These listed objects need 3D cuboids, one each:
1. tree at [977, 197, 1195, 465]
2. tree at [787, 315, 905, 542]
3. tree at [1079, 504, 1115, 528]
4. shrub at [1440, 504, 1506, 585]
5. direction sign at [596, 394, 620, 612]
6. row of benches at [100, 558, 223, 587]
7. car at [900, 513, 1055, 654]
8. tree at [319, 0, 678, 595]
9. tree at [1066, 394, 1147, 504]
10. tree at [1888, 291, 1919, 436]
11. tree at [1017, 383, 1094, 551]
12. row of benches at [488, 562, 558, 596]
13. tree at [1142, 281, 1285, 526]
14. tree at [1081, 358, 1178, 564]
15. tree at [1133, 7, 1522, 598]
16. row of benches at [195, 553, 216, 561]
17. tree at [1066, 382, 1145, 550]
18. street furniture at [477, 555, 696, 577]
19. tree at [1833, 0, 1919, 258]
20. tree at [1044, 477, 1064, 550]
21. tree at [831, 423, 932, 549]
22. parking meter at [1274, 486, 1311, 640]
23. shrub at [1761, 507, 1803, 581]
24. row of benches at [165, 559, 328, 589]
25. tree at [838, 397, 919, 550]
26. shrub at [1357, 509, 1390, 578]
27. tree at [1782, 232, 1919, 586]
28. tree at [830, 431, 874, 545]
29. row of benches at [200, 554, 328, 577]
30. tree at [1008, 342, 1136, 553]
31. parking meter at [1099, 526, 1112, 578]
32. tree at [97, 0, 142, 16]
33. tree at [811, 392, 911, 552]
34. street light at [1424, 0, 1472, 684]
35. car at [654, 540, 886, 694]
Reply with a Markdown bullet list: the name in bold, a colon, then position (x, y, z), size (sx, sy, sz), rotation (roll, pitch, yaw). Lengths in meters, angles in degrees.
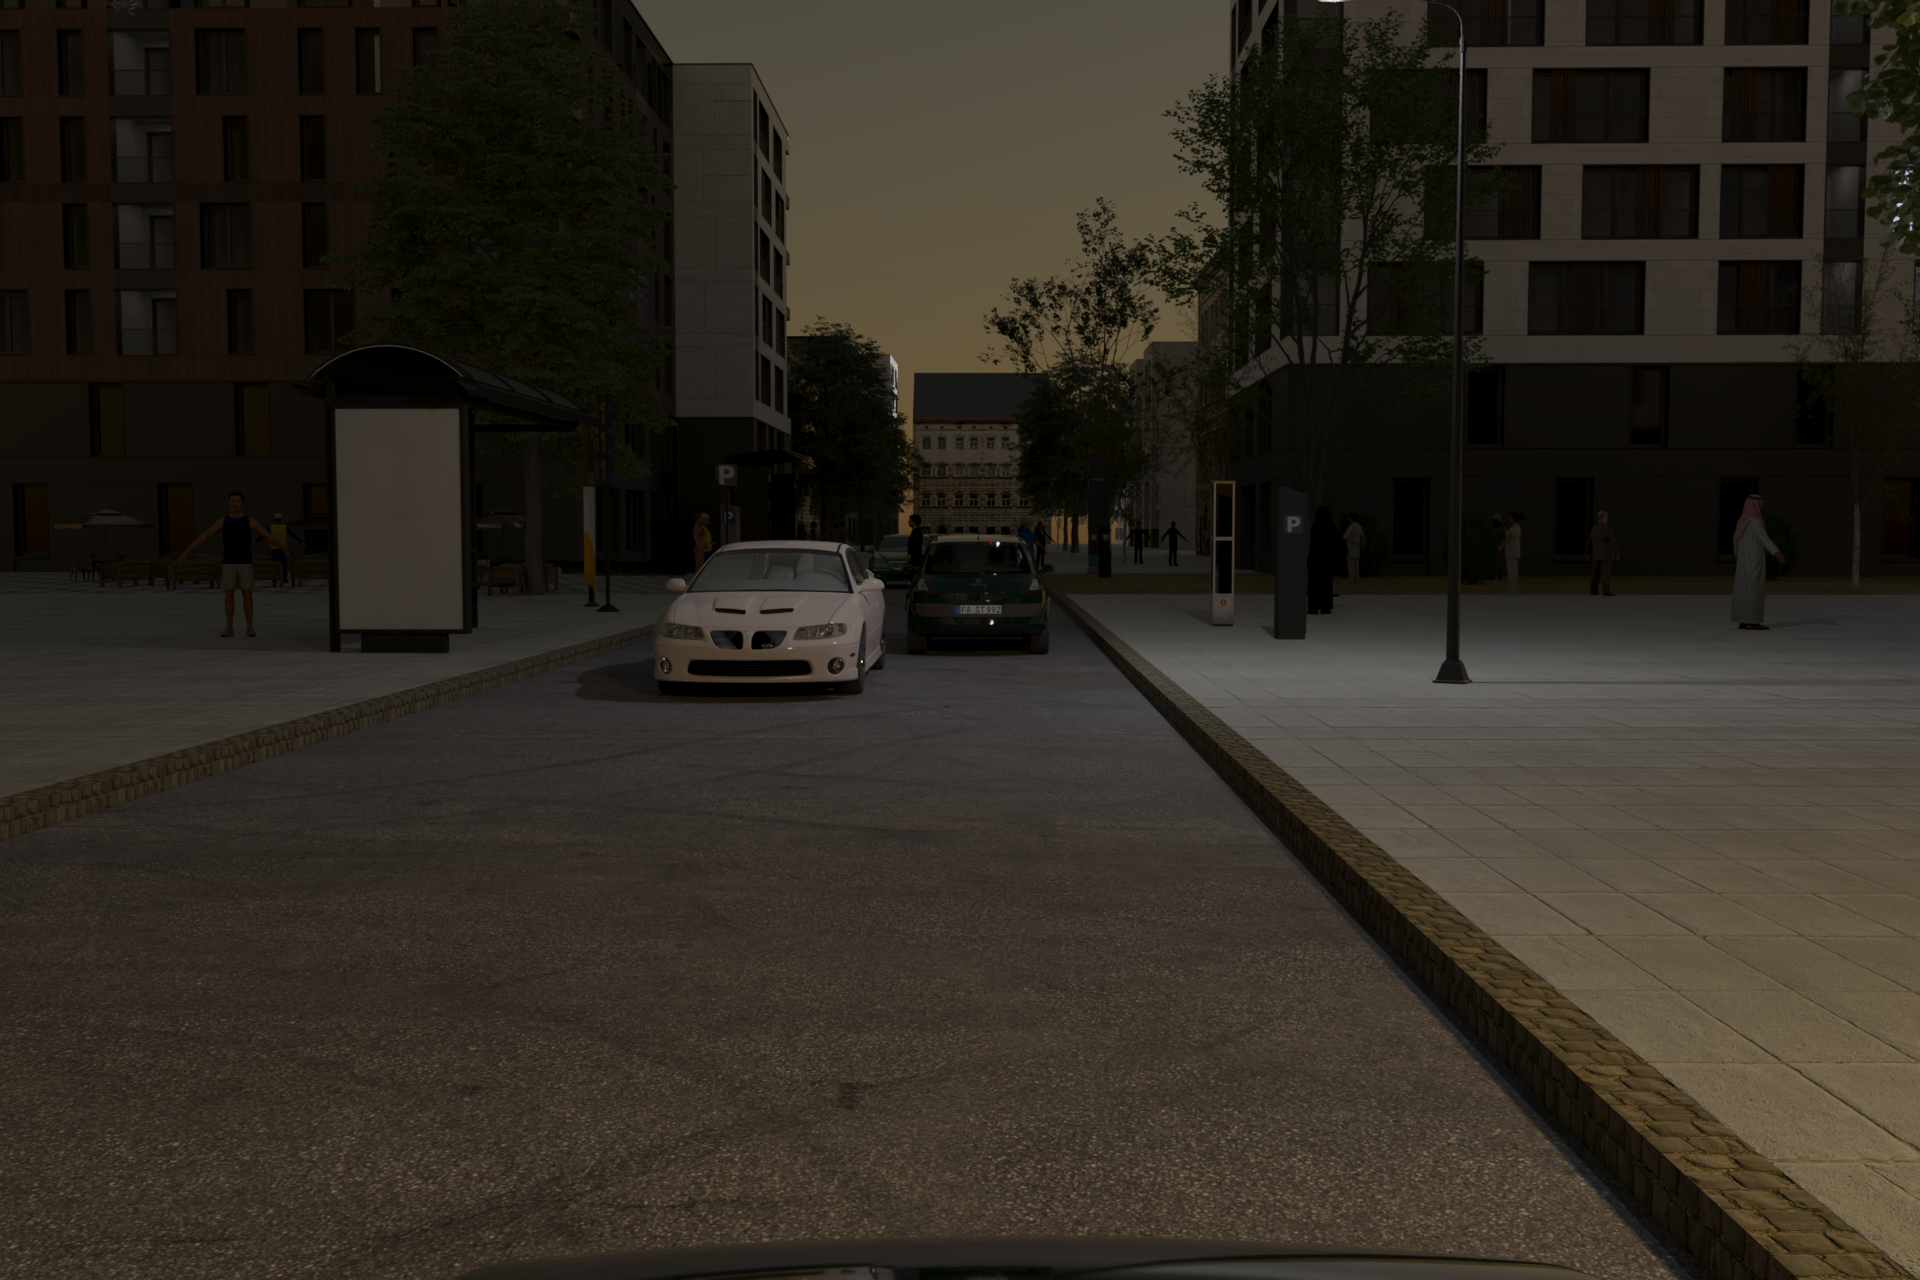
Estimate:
- **tree**: position (7.252, -14.948, 100.295), size (12.611, 20.169, 13.585), rotation (0, 3, 0)
- **tree**: position (-7.926, -11.988, 102.665), size (9.857, 13.997, 8.962), rotation (0, 3, 0)
- **tree**: position (18.879, -19.234, 232.597), size (7.486, 12.596, 7.792), rotation (0, 3, 0)
- **shrub**: position (13.041, -2.452, 44.130), size (1.661, 2.075, 1.752), rotation (0, 3, 0)
- **direction sign**: position (-5.821, -2.235, 28.538), size (0.379, 3.537, 0.876), rotation (0, 4, 2)
- **row of benches**: position (-19.860, -1.739, 43.894), size (1.422, 0.672, 4.104), rotation (1, 4, 22)
- **car**: position (0.225, -0.748, 22.013), size (2.009, 1.686, 4.222), rotation (0, 4, 0)
- **tree**: position (-9.267, -7.198, 35.814), size (7.486, 12.596, 7.792), rotation (0, 3, 0)
- **tree**: position (7.052, -8.499, 89.313), size (4.360, 8.622, 3.978), rotation (0, 3, 0)
- **tree**: position (27.620, -5.958, 47.769), size (4.737, 8.622, 4.395), rotation (0, 3, 0)
- **tree**: position (7.956, -12.943, 129.752), size (7.486, 12.596, 7.792), rotation (0, 3, 0)
- **row of benches**: position (-9.503, -1.362, 37.724), size (1.422, 0.672, 4.104), rotation (0, 4, -1)
- **tree**: position (7.768, -6.073, 49.662), size (4.360, 8.622, 3.978), rotation (0, 3, 0)
- **tree**: position (6.779, -7.538, 73.608), size (4.360, 8.622, 3.978), rotation (0, 3, 0)
- **tree**: position (7.237, -6.686, 35.068), size (9.928, 11.665, 9.643), rotation (0, 3, 0)
- **row of benches**: position (-23.985, -2.426, 55.127), size (1.422, 0.672, 4.104), rotation (-2, 4, -24)
- **tree**: position (7.190, -8.130, 83.290), size (4.737, 8.622, 4.395), rotation (0, 3, 0)
- **street furniture**: position (-11.873, -2.349, 54.033), size (10.072, 0.657, 5.734), rotation (0, 4, -7)
- **tree**: position (6.033, -5.466, 7.494), size (7.486, 12.596, 7.792), rotation (0, 3, 0)
- **tree**: position (7.889, -11.810, 143.455), size (4.360, 8.622, 3.978), rotation (0, 3, 0)
- **tree**: position (-6.464, -12.278, 135.152), size (8.767, 10.594, 7.601), rotation (0, 4, -3)
- **parking meter**: position (4.051, -0.942, 21.117), size (0.399, 1.863, 0.255), rotation (0, 4, 1)
- **shrub**: position (22.373, -2.660, 47.914), size (1.690, 2.028, 1.600), rotation (0, 3, 0)
- **row of benches**: position (-16.801, -1.597, 41.576), size (4.104, 0.672, 1.422), rotation (-3, 4, -38)
- **tree**: position (-7.046, -13.801, 143.777), size (7.486, 12.596, 7.792), rotation (0, 3, 0)
- **shrub**: position (11.877, -2.851, 51.028), size (1.690, 2.028, 1.600), rotation (0, 3, 0)
- **tree**: position (22.010, -5.650, 42.734), size (4.360, 8.622, 3.978), rotation (0, 3, 0)
- **tree**: position (-7.544, -10.156, 116.420), size (4.737, 8.622, 4.395), rotation (0, 3, 0)
- **row of benches**: position (-20.534, -2.202, 51.460), size (4.104, 0.672, 1.422), rotation (-3, 5, -43)
- **tree**: position (7.844, -12.839, 116.575), size (9.857, 13.997, 8.962), rotation (0, 3, 0)
- **parking meter**: position (4.271, -2.601, 50.945), size (0.372, 1.533, 0.369), rotation (0, 3, 0)
- **tree**: position (-8.946, -6.108, 10.239), size (12.009, 13.543, 11.850), rotation (0, 3, 0)
- **tree**: position (-7.157, -12.152, 124.438), size (9.928, 11.665, 9.643), rotation (0, 3, 0)
- **street light**: position (4.794, -2.582, 14.763), size (1.470, 5.913, 1.316), rotation (0, 4, 1)
- **car**: position (-1.750, -0.286, 17.030), size (2.083, 1.381, 4.827), rotation (0, 4, 1)
